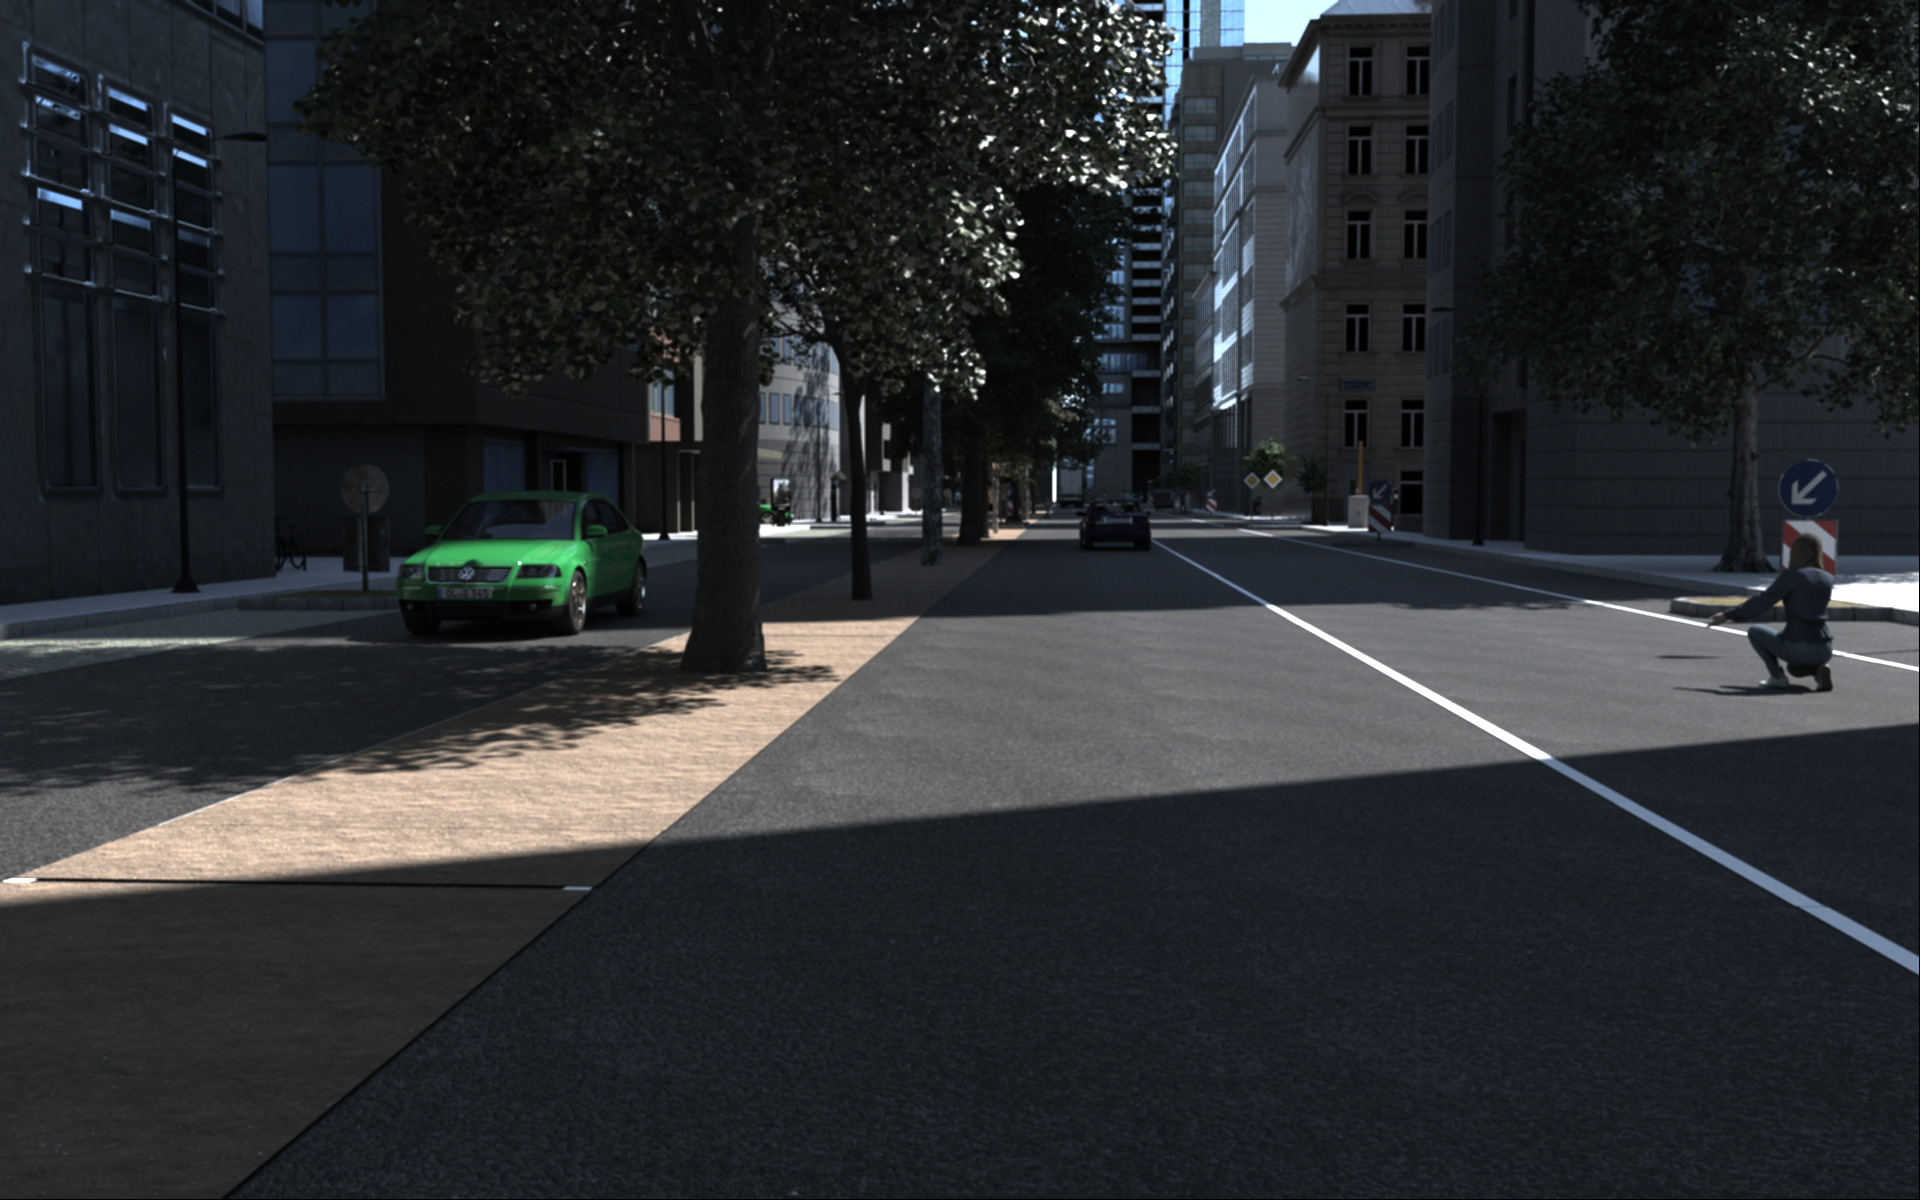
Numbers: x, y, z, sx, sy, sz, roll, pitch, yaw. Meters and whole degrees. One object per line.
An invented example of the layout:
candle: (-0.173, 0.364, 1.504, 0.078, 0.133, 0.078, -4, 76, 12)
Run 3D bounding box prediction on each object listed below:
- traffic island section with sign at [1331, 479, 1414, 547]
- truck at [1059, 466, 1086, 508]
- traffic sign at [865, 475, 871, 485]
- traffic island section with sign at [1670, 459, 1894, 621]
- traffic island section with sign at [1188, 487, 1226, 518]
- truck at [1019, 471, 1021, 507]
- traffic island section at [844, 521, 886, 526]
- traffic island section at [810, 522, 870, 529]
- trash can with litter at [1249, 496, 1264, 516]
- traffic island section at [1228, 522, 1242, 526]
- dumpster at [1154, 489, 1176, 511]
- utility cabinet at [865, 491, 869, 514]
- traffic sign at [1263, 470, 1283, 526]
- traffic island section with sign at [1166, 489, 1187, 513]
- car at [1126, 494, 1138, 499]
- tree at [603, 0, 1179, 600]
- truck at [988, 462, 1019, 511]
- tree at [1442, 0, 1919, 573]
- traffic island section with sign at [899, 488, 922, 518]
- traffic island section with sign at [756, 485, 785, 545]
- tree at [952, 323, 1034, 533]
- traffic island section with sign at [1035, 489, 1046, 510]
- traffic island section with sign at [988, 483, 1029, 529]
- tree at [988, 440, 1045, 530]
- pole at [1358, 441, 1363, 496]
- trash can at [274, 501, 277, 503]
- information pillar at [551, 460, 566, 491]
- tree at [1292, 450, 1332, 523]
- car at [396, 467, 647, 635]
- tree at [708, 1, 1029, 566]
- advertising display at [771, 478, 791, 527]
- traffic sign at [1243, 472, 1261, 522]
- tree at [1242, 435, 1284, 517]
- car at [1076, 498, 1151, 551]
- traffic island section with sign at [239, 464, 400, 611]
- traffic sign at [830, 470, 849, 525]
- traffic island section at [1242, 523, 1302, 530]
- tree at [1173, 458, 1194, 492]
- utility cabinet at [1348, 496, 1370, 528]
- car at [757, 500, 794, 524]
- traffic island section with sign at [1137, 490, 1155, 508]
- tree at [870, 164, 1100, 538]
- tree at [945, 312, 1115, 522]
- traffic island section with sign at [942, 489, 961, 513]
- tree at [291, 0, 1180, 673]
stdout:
traffic island section with sign: (11.281, -2.381, 47.559, 1.989, 1.847, 2.006, 0, 4, 4)
truck: (11.760, -11.783, 181.557, 2.839, 4.237, 11.283, 0, 4, 5)
traffic sign: (-4.476, -4.631, 79.362, 0.795, 2.450, 0.064, 0, 4, 4)
traffic island section with sign: (9.584, -0.725, 20.478, 1.989, 1.847, 2.006, 0, 4, 4)
traffic island section with sign: (14.756, -5.764, 102.862, 1.989, 1.847, 2.006, 0, 4, 4)
truck: (5.833, -12.535, 193.862, 2.839, 4.237, 11.283, 0, 4, 5)
traffic island section: (-4.500, -3.495, 79.425, 2.009, 0.180, 2.903, 0, 4, 4)
traffic island section: (-5.000, -3.008, 71.456, 2.009, 0.180, 2.903, 0, 4, 4)
trash can with litter: (17.423, -5.531, 101.823, 0.624, 1.170, 1.055, 2, 4, 30)
traffic island section: (13.207, -3.427, 78.312, 2.009, 0.180, 2.903, 0, 4, 4)
dumpster: (17.014, -8.279, 143.574, 1.865, 1.857, 1.264, 0, 4, 3)
utility cabinet: (-6.278, -6.104, 108.475, 1.173, 1.500, 0.318, 2, 4, 27)
traffic sign: (12.682, -4.075, 70.267, 0.795, 2.450, 0.064, 0, 4, 4)
traffic island section with sign: (16.450, -7.409, 129.764, 1.989, 1.847, 2.006, 0, 4, 4)
car: (16.142, -9.518, 164.414, 1.959, 1.807, 4.718, 0, 4, 3)
tree: (-1.276, -5.292, 23.395, 8.767, 10.594, 7.601, 0, 4, 4)
truck: (3.478, -9.628, 146.338, 2.839, 4.237, 11.283, 0, 4, 5)
tree: (12.827, -6.803, 28.242, 9.611, 12.733, 9.660, 0, 3, 0)
traffic island section with sign: (-2.606, -5.859, 104.422, 1.989, 1.847, 2.006, 0, 4, 4)
traffic island section with sign: (-6.057, -2.499, 49.486, 1.989, 1.847, 2.006, 0, 4, 4)
tree: (1.307, -6.742, 63.052, 4.360, 8.622, 3.978, 0, 3, 0)
traffic island section with sign: (6.830, -8.900, 153.657, 2.006, 1.907, 1.989, 0, 4, 4)
traffic island section with sign: (2.128, -4.314, 78.666, 2.006, 1.907, 1.989, 0, 4, 4)
tree: (1.386, -7.026, 67.696, 4.737, 8.622, 4.395, 0, 3, 0)
pole: (15.348, -4.439, 66.413, 0.158, 3.312, 0.155, 0, 3, 0)
trash can: (-13.924, -1.386, 34.311, 0.748, 1.137, 0.748, 0, 3, 0)
information pillar: (-8.641, -2.008, 37.325, 0.304, 2.012, 0.304, -1, 4, -9)
tree: (15.638, -5.019, 76.665, 1.663, 3.219, 1.824, 0, 3, 0)
car: (-4.693, -0.626, 19.031, 1.959, 1.807, 4.718, 0, 4, 2)
tree: (-1.715, -10.800, 34.931, 12.611, 20.169, 13.585, 0, 3, 0)
advertising display: (-7.046, -3.848, 68.129, 0.123, 1.923, 0.974, 3, 5, 40)
traffic sign: (13.183, -4.562, 78.236, 0.795, 2.450, 0.064, 0, 4, 4)
tree: (17.361, -6.859, 95.866, 4.285, 4.588, 4.351, 0, 3, 0)
car: (4.025, -1.998, 45.254, 1.945, 1.354, 3.894, 0, 4, 2)
traffic island section with sign: (-7.769, -0.820, 22.039, 1.989, 1.847, 2.006, 0, 4, 4)
traffic sign: (-4.976, -4.144, 71.393, 0.795, 2.450, 0.064, 0, 4, 4)
traffic island section: (12.706, -2.940, 70.342, 2.009, 0.180, 2.903, 0, 4, 4)
tree: (20.831, -10.598, 156.991, 4.285, 4.588, 4.351, 0, 3, 0)
utility cabinet: (14.969, -3.294, 65.021, 0.306, 1.237, 1.020, -1, 4, -21)
car: (-9.614, -4.073, 75.382, 4.718, 1.807, 1.959, 0, 4, 3)
traffic island section with sign: (19.594, -10.473, 179.867, 1.989, 1.847, 2.006, 0, 4, 4)
tree: (0.666, -8.306, 56.388, 7.486, 12.596, 7.792, 0, 3, 0)
tree: (2.589, -9.947, 82.102, 9.611, 12.733, 9.660, 0, 3, 0)
traffic island section with sign: (-0.910, -7.504, 131.324, 1.989, 1.847, 2.006, 0, 4, 4)
tree: (-1.914, -6.400, 13.759, 9.857, 13.997, 8.962, 0, 3, 0)
